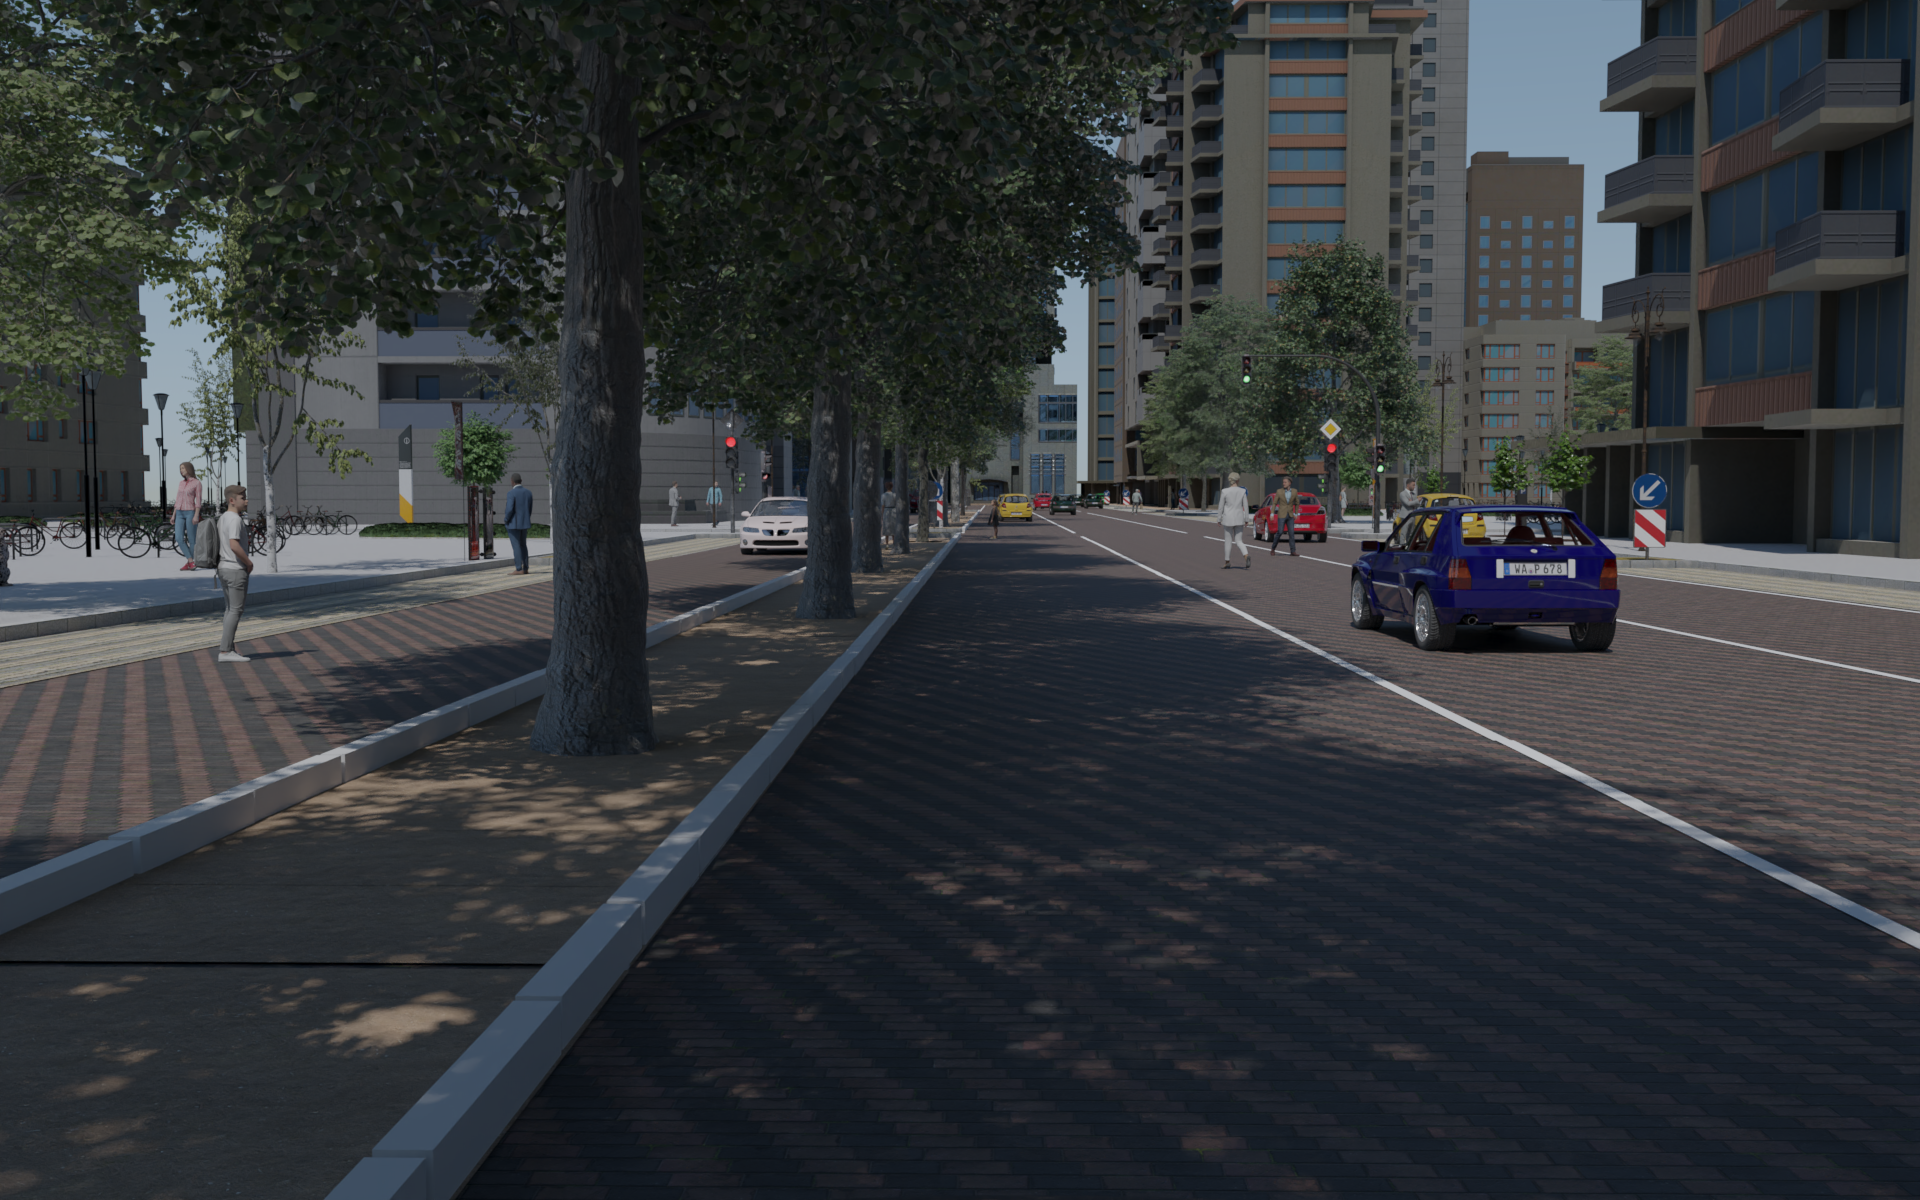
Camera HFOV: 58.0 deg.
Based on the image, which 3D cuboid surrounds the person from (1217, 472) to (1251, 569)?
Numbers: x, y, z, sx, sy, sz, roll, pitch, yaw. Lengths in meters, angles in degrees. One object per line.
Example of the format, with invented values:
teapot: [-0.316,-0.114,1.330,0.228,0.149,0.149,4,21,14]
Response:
person: [5.215,-1.494,32.814,0.514,1.842,0.818,-2,4,-24]

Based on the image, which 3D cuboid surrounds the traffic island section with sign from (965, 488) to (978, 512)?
traffic island section with sign: [0.537,-8.046,139.690,2.006,1.907,1.989,0,4,1]

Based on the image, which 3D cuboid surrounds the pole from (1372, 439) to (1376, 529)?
pole: [15.323,-4.289,63.965,0.158,3.312,0.155,0,3,0]

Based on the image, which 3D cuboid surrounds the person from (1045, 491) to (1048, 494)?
person: [10.101,-11.916,203.285,1.348,1.831,0.705,-3,5,-43]

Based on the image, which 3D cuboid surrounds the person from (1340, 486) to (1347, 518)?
person: [20.342,-5.191,91.918,0.522,1.701,0.512,-1,4,-14]

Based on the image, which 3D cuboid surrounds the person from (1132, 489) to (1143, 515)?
person: [12.429,-6.867,121.265,0.782,1.767,0.515,1,4,14]

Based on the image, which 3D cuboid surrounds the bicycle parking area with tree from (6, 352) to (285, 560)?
bicycle parking area with tree: [-18.924,-3.080,37.361,9.016,4.147,8.231,-1,4,-11]

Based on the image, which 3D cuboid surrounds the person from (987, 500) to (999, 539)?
person: [1.072,-2.590,55.519,0.373,1.253,0.362,1,4,16]

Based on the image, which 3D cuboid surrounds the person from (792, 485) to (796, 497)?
person: [-10.329,-6.256,108.425,0.850,1.850,0.679,-1,4,-11]

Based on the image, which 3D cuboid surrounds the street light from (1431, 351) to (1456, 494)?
street light: [15.605,-5.092,56.041,0.468,5.910,1.993,0,4,1]

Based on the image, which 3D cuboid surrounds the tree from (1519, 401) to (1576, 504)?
tree: [46.517,-11.394,136.649,4.360,8.622,3.978,0,3,0]

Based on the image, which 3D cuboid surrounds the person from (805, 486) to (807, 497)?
person: [-9.112,-5.917,102.967,0.473,1.802,0.592,2,4,27]

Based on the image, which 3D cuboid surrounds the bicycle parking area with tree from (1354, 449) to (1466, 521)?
bicycle parking area with tree: [24.996,-6.038,85.721,8.231,4.147,9.016,2,4,29]

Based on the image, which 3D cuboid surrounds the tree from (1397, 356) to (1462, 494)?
tree: [24.667,-8.719,92.923,4.737,8.622,4.395,0,3,0]

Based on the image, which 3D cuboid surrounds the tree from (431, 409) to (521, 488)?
tree: [-18.789,-5.109,67.247,4.285,4.588,4.351,0,3,0]

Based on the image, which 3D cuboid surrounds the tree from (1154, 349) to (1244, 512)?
tree: [17.553,-12.126,124.012,9.928,11.665,9.643,0,3,0]

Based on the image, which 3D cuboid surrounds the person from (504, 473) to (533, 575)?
person: [-7.766,-1.335,30.514,0.419,1.800,0.721,1,4,22]

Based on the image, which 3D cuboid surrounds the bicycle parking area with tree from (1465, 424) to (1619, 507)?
bicycle parking area with tree: [27.363,-5.253,72.889,9.016,4.147,8.231,3,5,39]

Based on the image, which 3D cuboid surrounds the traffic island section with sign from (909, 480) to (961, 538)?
traffic island section with sign: [-1.083,-2.998,57.160,2.006,1.907,1.989,0,4,1]

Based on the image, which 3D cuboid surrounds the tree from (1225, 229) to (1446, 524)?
tree: [16.275,-9.689,75.418,9.611,12.733,9.660,0,3,0]

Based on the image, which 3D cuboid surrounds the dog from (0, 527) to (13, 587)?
dog: [-13.467,-0.590,24.026,0.513,0.831,0.800,1,4,19]

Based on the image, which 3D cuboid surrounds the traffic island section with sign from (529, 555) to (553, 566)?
traffic island section with sign: [-7.605,-1.634,35.345,1.989,1.847,2.006,0,4,1]

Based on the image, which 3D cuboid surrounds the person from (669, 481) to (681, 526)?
person: [-11.235,-3.815,68.623,0.583,1.804,0.606,-3,5,-41]

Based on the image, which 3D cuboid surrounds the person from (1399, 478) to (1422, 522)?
person: [10.419,-1.917,40.021,0.466,1.800,0.511,3,4,37]

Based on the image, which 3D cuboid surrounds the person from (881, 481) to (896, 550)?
person: [-1.759,-2.139,44.049,0.480,1.755,0.524,0,4,-3]

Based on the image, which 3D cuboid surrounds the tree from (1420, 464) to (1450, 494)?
tree: [27.727,-6.554,101.761,1.663,3.219,1.824,0,3,0]

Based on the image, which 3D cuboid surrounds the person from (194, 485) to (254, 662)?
person: [-6.236,-0.227,14.815,0.503,1.515,0.523,1,4,18]

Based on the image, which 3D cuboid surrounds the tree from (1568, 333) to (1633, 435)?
tree: [46.563,-12.512,122.703,7.486,12.596,7.792,0,3,0]

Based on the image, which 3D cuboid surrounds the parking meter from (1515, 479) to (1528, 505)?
parking meter: [20.531,-3.528,63.387,0.399,1.863,0.255,0,4,-4]

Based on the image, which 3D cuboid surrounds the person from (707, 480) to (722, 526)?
person: [-9.893,-3.933,70.208,0.638,1.841,0.748,2,4,28]

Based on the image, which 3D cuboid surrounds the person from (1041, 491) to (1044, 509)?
person: [7.733,-9.459,163.978,1.217,1.723,0.721,-3,5,-43]

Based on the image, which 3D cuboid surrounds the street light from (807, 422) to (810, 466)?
street light: [-8.718,-7.788,100.119,0.468,5.910,1.993,0,4,1]

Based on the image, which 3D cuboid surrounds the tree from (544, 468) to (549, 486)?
tree: [-15.389,-4.443,67.248,1.663,3.219,1.824,0,3,0]

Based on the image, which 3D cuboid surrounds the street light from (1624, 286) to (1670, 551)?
street light: [15.301,-4.030,38.686,0.468,5.910,1.993,0,4,1]

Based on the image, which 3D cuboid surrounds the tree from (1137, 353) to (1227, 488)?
tree: [17.349,-13.314,135.807,7.486,12.596,7.792,0,3,0]

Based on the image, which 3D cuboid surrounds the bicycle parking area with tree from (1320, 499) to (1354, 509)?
bicycle parking area with tree: [28.030,-8.239,121.708,9.016,4.147,8.231,-1,4,-8]

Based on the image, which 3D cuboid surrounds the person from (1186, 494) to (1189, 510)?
person: [18.711,-8.377,143.674,0.551,1.740,0.621,-1,4,-20]

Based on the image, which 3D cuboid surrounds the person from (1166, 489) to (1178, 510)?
person: [17.462,-8.302,142.507,1.217,1.735,0.721,-3,4,-37]

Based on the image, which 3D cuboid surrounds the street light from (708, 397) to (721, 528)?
street light: [-9.330,-5.676,65.588,0.468,5.910,1.993,0,4,1]

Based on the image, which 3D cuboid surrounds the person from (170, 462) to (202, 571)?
person: [-12.944,-1.401,28.963,0.555,1.821,0.388,0,4,7]

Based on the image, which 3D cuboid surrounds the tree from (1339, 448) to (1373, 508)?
tree: [25.833,-7.841,111.912,4.285,4.588,4.351,0,3,0]

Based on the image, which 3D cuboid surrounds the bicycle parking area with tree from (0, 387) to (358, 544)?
bicycle parking area with tree: [-22.554,-3.969,51.901,9.016,4.147,8.231,1,4,13]

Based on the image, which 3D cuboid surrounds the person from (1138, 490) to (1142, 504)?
person: [17.597,-9.982,170.164,0.530,1.710,0.541,-2,4,-26]

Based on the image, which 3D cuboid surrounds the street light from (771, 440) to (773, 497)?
street light: [-9.016,-6.744,83.053,0.468,5.910,1.993,0,4,1]

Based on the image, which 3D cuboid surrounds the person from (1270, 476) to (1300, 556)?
person: [7.498,-1.936,40.070,0.656,1.842,0.836,-3,4,-37]

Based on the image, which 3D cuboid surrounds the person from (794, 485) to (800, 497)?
person: [-8.767,-5.299,93.165,0.515,1.767,0.782,-2,4,-32]

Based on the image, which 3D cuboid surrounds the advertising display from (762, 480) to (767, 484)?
advertising display: [-8.715,-4.404,77.216,0.123,1.923,0.974,0,4,1]
